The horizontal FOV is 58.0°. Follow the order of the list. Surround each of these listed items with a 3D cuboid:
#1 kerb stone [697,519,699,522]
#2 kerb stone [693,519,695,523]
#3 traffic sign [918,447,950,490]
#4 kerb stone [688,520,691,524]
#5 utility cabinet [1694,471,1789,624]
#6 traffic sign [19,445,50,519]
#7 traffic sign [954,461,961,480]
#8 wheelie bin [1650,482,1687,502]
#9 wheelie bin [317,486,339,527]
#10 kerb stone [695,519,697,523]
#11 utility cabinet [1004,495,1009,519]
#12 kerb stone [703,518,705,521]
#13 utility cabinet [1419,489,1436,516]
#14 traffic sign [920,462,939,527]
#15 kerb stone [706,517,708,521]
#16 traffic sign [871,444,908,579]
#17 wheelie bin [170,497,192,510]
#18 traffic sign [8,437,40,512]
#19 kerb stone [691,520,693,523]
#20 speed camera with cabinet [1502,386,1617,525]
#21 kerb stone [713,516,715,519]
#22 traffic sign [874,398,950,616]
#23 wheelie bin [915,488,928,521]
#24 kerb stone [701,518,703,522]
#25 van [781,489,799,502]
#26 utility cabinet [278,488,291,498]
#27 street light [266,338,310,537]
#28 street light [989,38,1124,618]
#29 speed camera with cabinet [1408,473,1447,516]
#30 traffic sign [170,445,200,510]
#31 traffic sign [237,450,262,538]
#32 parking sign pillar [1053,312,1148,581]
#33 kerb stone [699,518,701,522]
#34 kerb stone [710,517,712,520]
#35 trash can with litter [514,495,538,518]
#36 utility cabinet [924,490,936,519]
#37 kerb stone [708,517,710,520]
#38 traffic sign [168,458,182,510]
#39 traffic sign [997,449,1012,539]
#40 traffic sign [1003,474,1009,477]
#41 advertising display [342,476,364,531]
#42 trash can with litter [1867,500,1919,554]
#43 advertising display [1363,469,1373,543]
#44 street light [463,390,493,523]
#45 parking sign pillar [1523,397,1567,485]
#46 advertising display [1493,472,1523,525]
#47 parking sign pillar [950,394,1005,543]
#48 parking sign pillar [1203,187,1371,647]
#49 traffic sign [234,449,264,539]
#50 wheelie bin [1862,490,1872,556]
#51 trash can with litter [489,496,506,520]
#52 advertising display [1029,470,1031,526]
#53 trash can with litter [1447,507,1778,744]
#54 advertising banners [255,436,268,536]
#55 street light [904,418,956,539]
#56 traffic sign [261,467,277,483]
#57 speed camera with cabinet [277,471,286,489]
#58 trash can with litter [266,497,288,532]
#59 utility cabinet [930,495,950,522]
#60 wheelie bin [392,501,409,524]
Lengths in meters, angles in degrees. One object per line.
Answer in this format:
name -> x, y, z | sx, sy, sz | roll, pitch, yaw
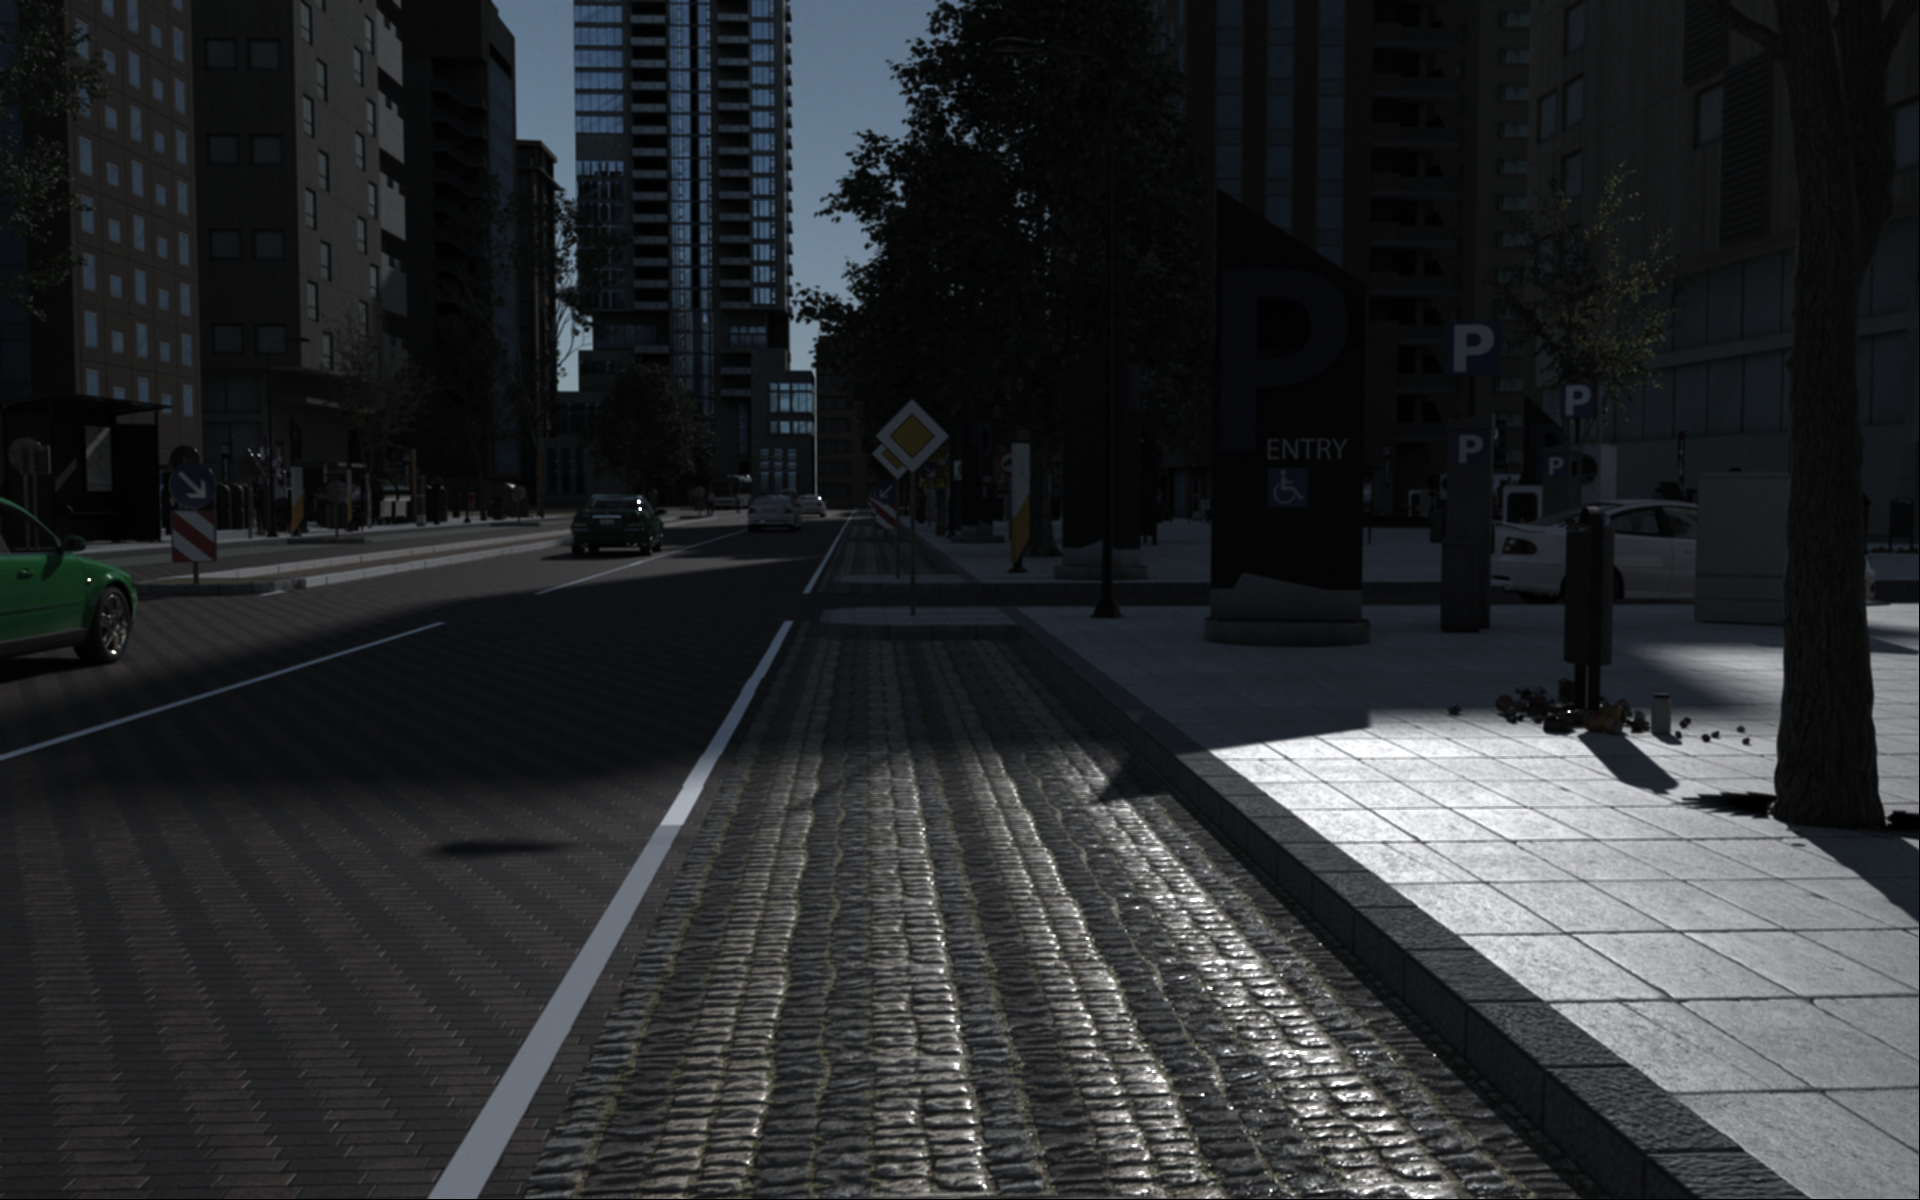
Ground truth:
kerb stone -> -13.365, -3.972, 87.136 | 0.120, 0.150, 1.000 | 0, 4, -3
kerb stone -> -13.259, -3.842, 85.088 | 0.120, 0.150, 1.000 | 0, 4, -3
traffic sign -> -0.652, -4.913, 74.199 | 2.265, 3.308, 0.079 | 0, 4, 1
kerb stone -> -13.142, -3.720, 83.028 | 0.120, 0.150, 1.000 | 0, 4, -3
utility cabinet -> 7.892, -0.510, 17.018 | 1.173, 1.500, 0.318 | 3, 5, 40
traffic sign -> -19.356, -2.087, 36.257 | 0.606, 2.300, 0.079 | 0, 4, -2
traffic sign -> 0.108, -3.108, 52.943 | 0.606, 2.300, 0.079 | 0, 4, -2
wheelie bin -> 18.519, -2.292, 45.375 | 0.980, 1.594, 0.693 | -2, 4, -29
wheelie bin -> -24.389, -3.606, 66.865 | 0.693, 1.594, 0.980 | 0, 4, 6
kerb stone -> -13.310, -3.909, 86.111 | 0.120, 0.150, 1.000 | 0, 4, -3
utility cabinet -> 2.755, -4.676, 87.609 | 1.020, 1.237, 0.306 | -1, 4, -11
kerb stone -> -13.542, -4.160, 90.205 | 0.120, 0.150, 1.000 | 0, 4, -3
utility cabinet -> 18.926, -3.760, 70.152 | 0.318, 1.500, 1.173 | 0, 4, -2
traffic sign -> -1.202, -4.156, 68.057 | 0.768, 2.556, 0.104 | 0, 4, 2
kerb stone -> -13.653, -4.284, 92.251 | 0.120, 0.150, 1.000 | 0, 4, -3
traffic sign -> -0.943, -1.378, 26.167 | 0.795, 2.450, 0.064 | 0, 4, -3
wheelie bin -> -26.310, -3.113, 58.810 | 0.693, 1.594, 0.980 | 2, 4, 23
traffic sign -> -20.935, -2.368, 38.821 | 0.768, 2.556, 0.104 | 0, 4, -2
kerb stone -> -13.192, -3.776, 84.055 | 0.120, 0.150, 1.000 | 0, 4, -3
speed camera with cabinet -> 11.101, -2.312, 32.139 | 0.660, 3.252, 2.038 | -3, 4, -38
kerb stone -> -13.874, -4.535, 96.340 | 0.120, 0.150, 1.000 | 0, 4, -3
traffic sign -> -0.500, -0.890, 18.194 | 0.795, 2.450, 0.064 | 0, 4, -3
wheelie bin -> -1.993, -4.617, 83.393 | 0.693, 1.594, 0.980 | -3, 4, -38
kerb stone -> -13.488, -4.097, 89.182 | 0.120, 0.150, 1.000 | 0, 4, -3
van -> -15.573, -9.264, 158.485 | 2.013, 2.044, 4.112 | 0, 4, -3
utility cabinet -> -35.716, -5.060, 91.416 | 1.173, 1.500, 0.318 | -2, 4, -32
street light -> -19.973, -4.830, 51.517 | 1.470, 5.913, 1.316 | 0, 4, -3
street light -> 0.992, -2.771, 17.841 | 1.470, 5.913, 1.316 | 0, 4, -3
speed camera with cabinet -> 20.932, -5.034, 76.637 | 2.038, 3.252, 0.660 | 2, 4, 26
traffic sign -> -20.215, -2.757, 45.180 | 0.768, 2.556, 0.104 | 0, 4, 0
traffic sign -> -20.663, -3.074, 50.373 | 0.768, 2.556, 0.104 | 0, 4, 5
parking sign pillar -> 2.146, -2.313, 26.287 | 1.447, 3.967, 1.447 | -3, 5, -39
kerb stone -> -13.428, -4.034, 88.156 | 0.120, 0.150, 1.000 | 0, 4, -3
kerb stone -> -13.765, -4.410, 94.299 | 0.120, 0.150, 1.000 | 0, 4, -3
trash can with litter -> -23.948, -5.117, 94.720 | 1.678, 1.210, 2.233 | 0, 4, 0
utility cabinet -> -1.666, -4.743, 86.221 | 1.173, 1.500, 0.318 | -3, 5, -42
kerb stone -> -13.709, -4.347, 93.275 | 0.120, 0.150, 1.000 | 0, 4, -3
traffic sign -> -23.793, -3.225, 52.828 | 0.768, 2.556, 0.104 | 0, 4, 6
traffic sign -> 1.431, -2.999, 49.139 | 0.768, 2.556, 0.104 | 0, 3, 0
traffic sign -> 1.537, -3.172, 51.965 | 0.768, 2.556, 0.104 | 0, 4, 2
advertising display -> -21.184, -3.381, 60.486 | 0.974, 1.923, 0.123 | 2, 4, 31
trash can with litter -> 20.429, -1.655, 38.120 | 1.678, 1.210, 2.233 | -2, 4, -26
advertising display -> 10.222, -2.433, 45.001 | 0.974, 1.923, 0.123 | 0, 4, 8
street light -> -21.526, -6.415, 77.421 | 1.470, 5.913, 1.316 | 0, 4, -3
parking sign pillar -> 16.337, -3.658, 48.283 | 1.447, 3.967, 1.447 | -2, 4, -24
advertising display -> 16.088, -2.808, 51.120 | 0.974, 1.923, 0.123 | 2, 4, 28
parking sign pillar -> 0.463, -3.504, 45.756 | 1.447, 3.967, 1.447 | 1, 4, 21
parking sign pillar -> 2.867, -1.630, 15.116 | 1.447, 3.967, 1.447 | 1, 4, 12
traffic sign -> -20.329, -3.028, 49.508 | 0.884, 2.594, 0.081 | 0, 4, 4
wheelie bin -> 18.005, -1.656, 34.983 | 0.693, 1.594, 0.980 | 2, 4, 26
trash can with litter -> -22.747, -4.521, 85.311 | 0.624, 1.170, 1.055 | 0, 4, 3
advertising display -> 1.886, -2.536, 46.678 | 0.974, 1.923, 0.123 | -3, 4, -36
trash can with litter -> 3.695, 0.062, 10.038 | 1.678, 1.210, 2.233 | 1, 4, 12
advertising banners -> -21.404, -3.479, 53.076 | 0.090, 3.025, 2.074 | -2, 4, -31
street light -> -0.772, -4.711, 49.564 | 1.470, 5.913, 1.316 | 0, 4, -3
traffic sign -> -26.389, -3.917, 66.169 | 0.606, 2.300, 0.079 | 0, 4, 6
speed camera with cabinet -> -26.924, -4.566, 68.990 | 0.660, 3.252, 2.038 | 0, 4, 6
trash can with litter -> -23.022, -2.884, 58.541 | 0.624, 1.170, 1.055 | 0, 4, 6
utility cabinet -> -0.910, -4.254, 80.716 | 1.020, 1.237, 0.306 | 1, 4, 11
wheelie bin -> -24.455, -4.137, 75.553 | 0.980, 1.594, 0.693 | 3, 5, 39
